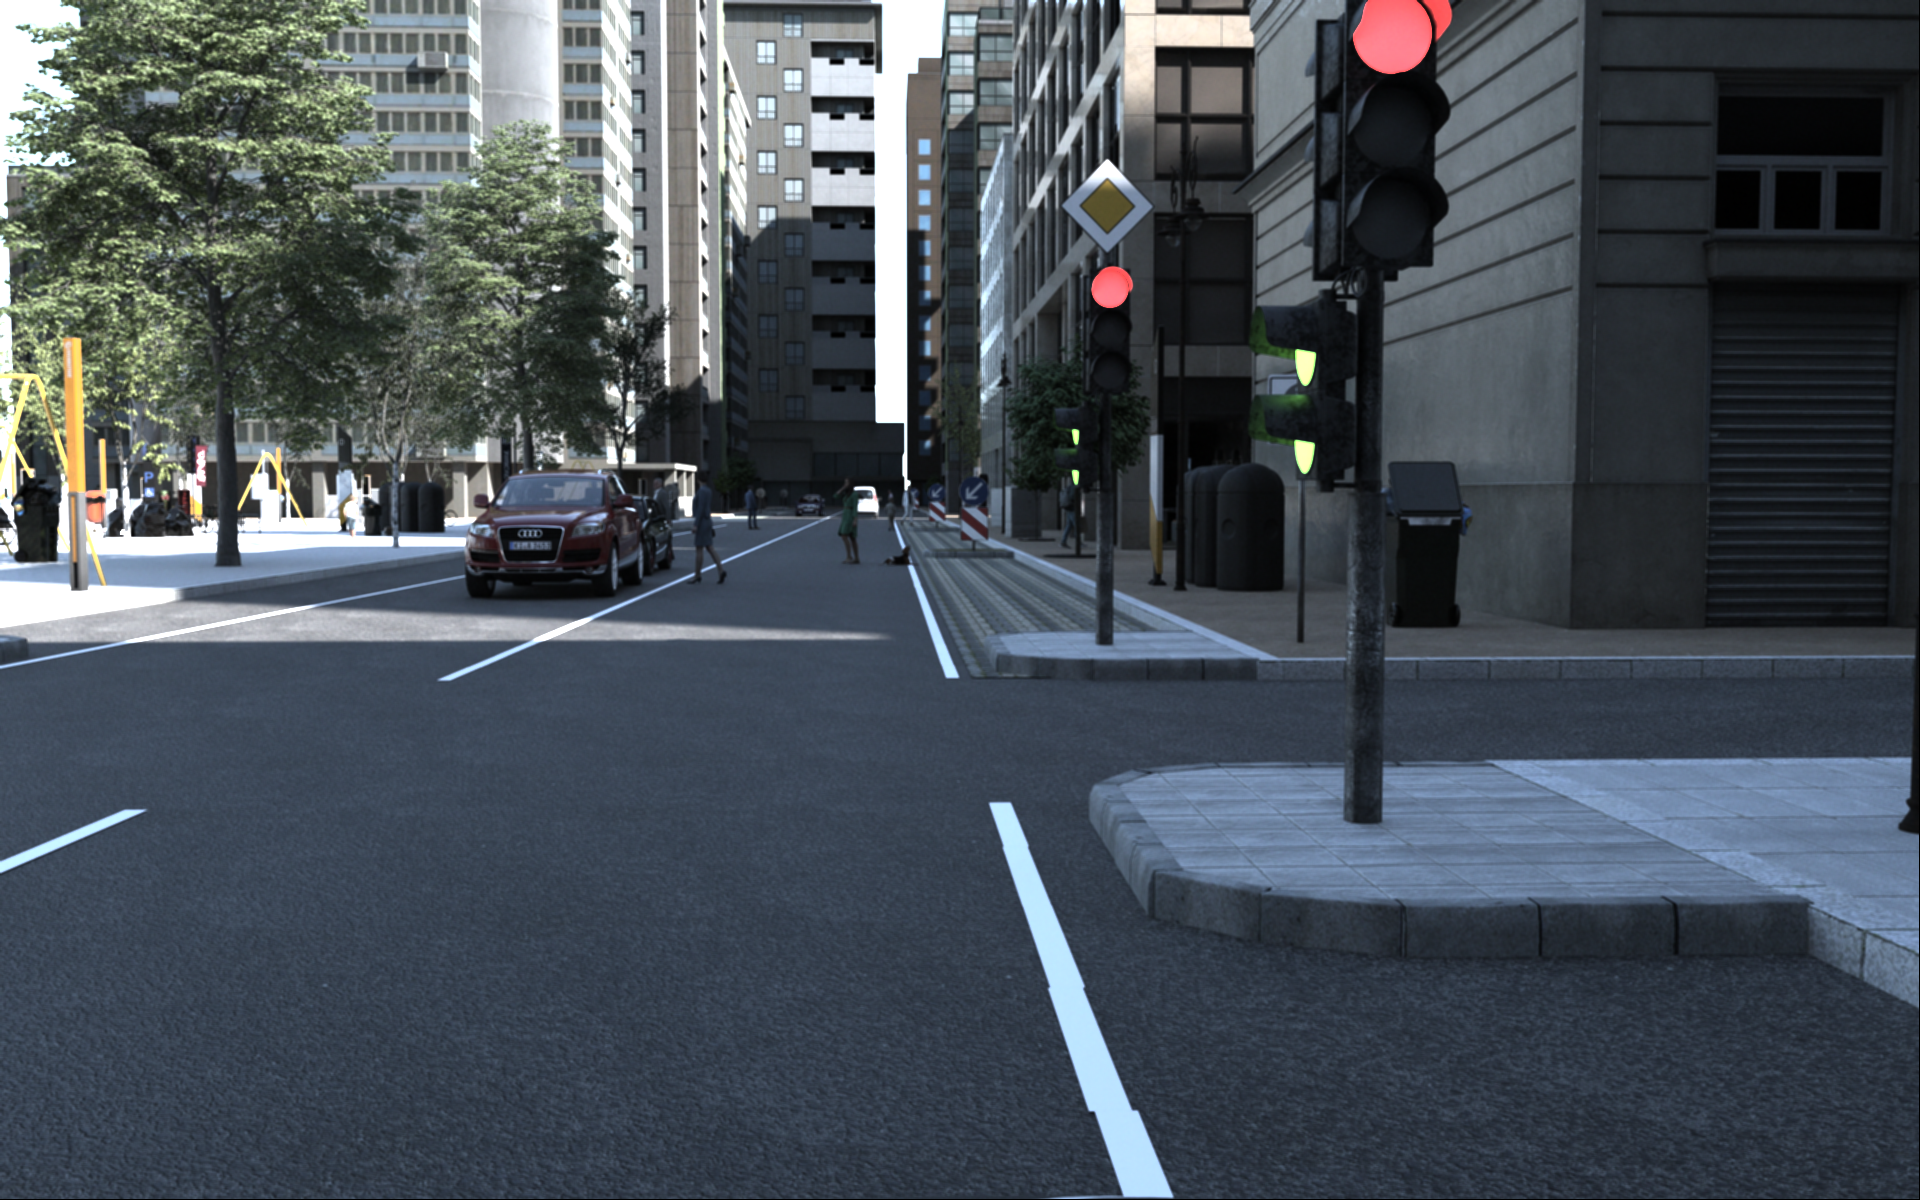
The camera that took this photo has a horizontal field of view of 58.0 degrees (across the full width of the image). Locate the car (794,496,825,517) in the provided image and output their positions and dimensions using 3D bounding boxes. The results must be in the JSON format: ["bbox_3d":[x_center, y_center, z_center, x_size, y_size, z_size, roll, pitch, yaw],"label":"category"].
[{"bbox_3d":[-9.561,-5.985,110.439,1.945,1.354,3.894,0,4,-2],"label":"car"}]

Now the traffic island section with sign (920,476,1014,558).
[{"bbox_3d":[0.174,-1.880,39.358,1.989,1.847,2.006,0,4,-3],"label":"traffic island section with sign"}]

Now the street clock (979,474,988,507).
[{"bbox_3d":[0.845,-3.543,62.498,0.358,2.002,0.471,-1,4,-17],"label":"street clock"}]

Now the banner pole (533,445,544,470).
[{"bbox_3d":[-21.680,-6.050,88.927,0.401,3.779,0.863,2,4,35],"label":"banner pole"}]

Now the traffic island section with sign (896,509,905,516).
[{"bbox_3d":[-3.204,-6.594,116.440,1.989,1.847,2.006,0,4,-3],"label":"traffic island section with sign"}]

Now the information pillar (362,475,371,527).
[{"bbox_3d":[-23.178,-3.863,67.659,0.304,2.012,0.304,-1,4,-11],"label":"information pillar"}]

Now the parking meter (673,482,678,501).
[{"bbox_3d":[-14.207,-4.940,86.472,0.255,1.863,0.399,0,4,-4],"label":"parking meter"}]

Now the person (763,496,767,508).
[{"bbox_3d":[-18.437,-9.346,162.035,0.799,1.438,0.628,-1,4,-9],"label":"person"}]

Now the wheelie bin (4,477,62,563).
[{"bbox_3d":[-17.378,-1.514,32.659,0.693,1.594,0.980,0,4,1],"label":"wheelie bin"}]

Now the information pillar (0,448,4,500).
[{"bbox_3d":[-43.122,-5.287,77.789,0.504,3.616,0.183,3,4,36],"label":"information pillar"}]

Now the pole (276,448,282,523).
[{"bbox_3d":[-30.075,-5.055,76.488,0.158,3.312,0.155,0,3,0],"label":"pole"}]

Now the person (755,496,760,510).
[{"bbox_3d":[-16.712,-8.311,142.755,0.721,1.723,1.217,-1,4,-22],"label":"person"}]

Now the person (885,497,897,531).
[{"bbox_3d":[-2.711,-3.364,67.778,0.475,1.303,0.640,0,4,1],"label":"person"}]

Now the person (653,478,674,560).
[{"bbox_3d":[-6.562,-1.751,37.534,0.834,1.777,0.661,-3,5,-39],"label":"person"}]

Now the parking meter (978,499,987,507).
[{"bbox_3d":[0.964,-4.061,74.801,0.372,1.533,0.369,0,3,0],"label":"parking meter"}]

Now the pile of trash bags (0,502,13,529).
[{"bbox_3d":[-36.099,-3.238,62.701,1.912,1.369,3.447,0,4,4],"label":"pile of trash bags"}]

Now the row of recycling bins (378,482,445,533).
[{"bbox_3d":[-18.610,-3.152,58.640,3.534,1.692,1.069,3,5,44],"label":"row of recycling bins"}]

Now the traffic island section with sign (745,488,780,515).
[{"bbox_3d":[-13.328,-6.579,116.195,1.989,1.847,2.006,0,4,-3],"label":"traffic island section with sign"}]

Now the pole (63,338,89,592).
[{"bbox_3d":[-11.611,-1.767,22.741,0.158,3.312,0.155,0,3,0],"label":"pole"}]

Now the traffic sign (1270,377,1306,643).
[{"bbox_3d":[2.942,-0.781,14.900,0.606,2.300,0.079,0,4,6],"label":"traffic sign"}]

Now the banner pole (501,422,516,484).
[{"bbox_3d":[-15.637,-4.293,60.215,0.401,3.779,0.863,2,4,34],"label":"banner pole"}]

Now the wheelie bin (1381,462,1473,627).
[{"bbox_3d":[4.447,-0.547,16.851,0.980,1.594,0.693,0,4,-1],"label":"wheelie bin"}]

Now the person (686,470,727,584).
[{"bbox_3d":[-4.059,-1.170,27.647,0.654,1.822,0.581,2,4,27],"label":"person"}]

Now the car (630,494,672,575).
[{"bbox_3d":[-6.319,-1.339,31.681,2.009,1.686,4.222,0,4,-2],"label":"car"}]

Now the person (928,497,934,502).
[{"bbox_3d":[-2.223,-8.084,138.235,0.705,1.821,1.348,-2,4,-24],"label":"person"}]

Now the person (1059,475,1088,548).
[{"bbox_3d":[2.671,-2.107,40.485,0.713,1.824,0.794,1,4,14],"label":"person"}]

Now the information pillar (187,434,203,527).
[{"bbox_3d":[-29.999,-4.681,67.883,0.504,3.616,0.183,-1,4,-8],"label":"information pillar"}]

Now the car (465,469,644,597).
[{"bbox_3d":[-5.938,-1.048,25.804,2.281,1.827,5.304,0,4,-4],"label":"car"}]

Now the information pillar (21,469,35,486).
[{"bbox_3d":[-27.155,-2.814,50.504,0.304,2.012,0.304,-1,4,-14],"label":"information pillar"}]

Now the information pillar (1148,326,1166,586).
[{"bbox_3d":[2.774,-2.021,24.403,0.183,3.616,0.504,0,4,-6],"label":"information pillar"}]

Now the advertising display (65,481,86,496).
[{"bbox_3d":[-43.893,-4.937,85.928,0.974,1.923,0.123,0,4,-8],"label":"advertising display"}]

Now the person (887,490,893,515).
[{"bbox_3d":[-4.828,-6.709,119.136,0.436,1.711,0.756,0,4,-3],"label":"person"}]

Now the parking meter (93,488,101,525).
[{"bbox_3d":[-35.953,-3.907,72.284,0.372,1.533,0.369,0,3,0],"label":"parking meter"}]

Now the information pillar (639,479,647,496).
[{"bbox_3d":[-15.326,-4.842,83.663,0.304,2.012,0.304,-2,4,-28],"label":"information pillar"}]

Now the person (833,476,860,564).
[{"bbox_3d":[-2.240,-1.640,35.569,0.529,1.795,0.600,-3,5,-42],"label":"person"}]

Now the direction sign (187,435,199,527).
[{"bbox_3d":[-29.616,-4.578,66.854,0.379,3.537,0.876,-3,5,-45],"label":"direction sign"}]

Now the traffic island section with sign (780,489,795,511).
[{"bbox_3d":[-14.521,-8.241,143.360,1.989,1.847,2.006,0,4,-3],"label":"traffic island section with sign"}]

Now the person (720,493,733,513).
[{"bbox_3d":[-15.974,-6.810,118.217,0.721,1.723,1.217,3,4,38],"label":"person"}]

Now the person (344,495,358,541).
[{"bbox_3d":[-16.519,-2.218,46.986,0.332,1.250,0.352,1,4,20],"label":"person"}]

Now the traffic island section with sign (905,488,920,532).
[{"bbox_3d":[-1.007,-3.527,66.288,1.989,1.847,2.006,0,4,-3],"label":"traffic island section with sign"}]

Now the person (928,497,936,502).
[{"bbox_3d":[-1.848,-7.850,134.325,1.348,1.831,0.705,-3,4,-36],"label":"person"}]

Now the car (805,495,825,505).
[{"bbox_3d":[-12.166,-7.966,142.606,2.083,1.381,4.827,0,4,-4],"label":"car"}]

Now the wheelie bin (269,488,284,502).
[{"bbox_3d":[-34.832,-4.895,87.936,0.980,1.594,0.693,-1,4,-17],"label":"wheelie bin"}]

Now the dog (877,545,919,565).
[{"bbox_3d":[-1.252,-0.903,34.960,0.748,0.427,0.550,2,4,31],"label":"dog"}]

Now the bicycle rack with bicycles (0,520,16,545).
[{"bbox_3d":[-25.054,-1.856,43.734,2.925,0.926,2.852,1,4,13],"label":"bicycle rack with bicycles"}]

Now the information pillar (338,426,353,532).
[{"bbox_3d":[-21.000,-4.147,59.152,0.504,3.616,0.183,1,4,12],"label":"information pillar"}]

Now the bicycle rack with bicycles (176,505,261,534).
[{"bbox_3d":[-24.062,-2.622,56.248,2.925,0.926,2.852,3,5,45],"label":"bicycle rack with bicycles"}]

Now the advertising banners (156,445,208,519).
[{"bbox_3d":[-27.463,-3.978,61.227,0.090,3.025,2.074,2,4,31],"label":"advertising banners"}]

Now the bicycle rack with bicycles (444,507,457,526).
[{"bbox_3d":[-21.786,-3.452,69.822,2.925,0.926,2.852,-1,4,-21],"label":"bicycle rack with bicycles"}]

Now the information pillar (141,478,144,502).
[{"bbox_3d":[-36.959,-4.531,78.575,0.304,2.012,0.304,-1,4,-20],"label":"information pillar"}]

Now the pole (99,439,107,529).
[{"bbox_3d":[-31.878,-4.317,64.425,0.158,3.312,0.155,0,3,0],"label":"pole"}]

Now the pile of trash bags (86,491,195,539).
[{"bbox_3d":[-24.388,-2.525,51.034,1.912,1.369,3.447,1,4,17],"label":"pile of trash bags"}]

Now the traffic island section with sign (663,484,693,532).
[{"bbox_3d":[-11.164,-3.571,67.011,1.989,1.847,2.006,0,4,-3],"label":"traffic island section with sign"}]

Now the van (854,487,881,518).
[{"bbox_3d":[-5.715,-5.903,103.530,2.013,2.044,4.112,0,4,-2],"label":"van"}]

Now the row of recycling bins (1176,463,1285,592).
[{"bbox_3d":[3.733,-1.060,24.444,1.069,1.692,3.534,0,4,-4],"label":"row of recycling bins"}]

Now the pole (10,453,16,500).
[{"bbox_3d":[-46.938,-5.628,85.855,0.158,3.312,0.155,0,3,0],"label":"pole"}]
